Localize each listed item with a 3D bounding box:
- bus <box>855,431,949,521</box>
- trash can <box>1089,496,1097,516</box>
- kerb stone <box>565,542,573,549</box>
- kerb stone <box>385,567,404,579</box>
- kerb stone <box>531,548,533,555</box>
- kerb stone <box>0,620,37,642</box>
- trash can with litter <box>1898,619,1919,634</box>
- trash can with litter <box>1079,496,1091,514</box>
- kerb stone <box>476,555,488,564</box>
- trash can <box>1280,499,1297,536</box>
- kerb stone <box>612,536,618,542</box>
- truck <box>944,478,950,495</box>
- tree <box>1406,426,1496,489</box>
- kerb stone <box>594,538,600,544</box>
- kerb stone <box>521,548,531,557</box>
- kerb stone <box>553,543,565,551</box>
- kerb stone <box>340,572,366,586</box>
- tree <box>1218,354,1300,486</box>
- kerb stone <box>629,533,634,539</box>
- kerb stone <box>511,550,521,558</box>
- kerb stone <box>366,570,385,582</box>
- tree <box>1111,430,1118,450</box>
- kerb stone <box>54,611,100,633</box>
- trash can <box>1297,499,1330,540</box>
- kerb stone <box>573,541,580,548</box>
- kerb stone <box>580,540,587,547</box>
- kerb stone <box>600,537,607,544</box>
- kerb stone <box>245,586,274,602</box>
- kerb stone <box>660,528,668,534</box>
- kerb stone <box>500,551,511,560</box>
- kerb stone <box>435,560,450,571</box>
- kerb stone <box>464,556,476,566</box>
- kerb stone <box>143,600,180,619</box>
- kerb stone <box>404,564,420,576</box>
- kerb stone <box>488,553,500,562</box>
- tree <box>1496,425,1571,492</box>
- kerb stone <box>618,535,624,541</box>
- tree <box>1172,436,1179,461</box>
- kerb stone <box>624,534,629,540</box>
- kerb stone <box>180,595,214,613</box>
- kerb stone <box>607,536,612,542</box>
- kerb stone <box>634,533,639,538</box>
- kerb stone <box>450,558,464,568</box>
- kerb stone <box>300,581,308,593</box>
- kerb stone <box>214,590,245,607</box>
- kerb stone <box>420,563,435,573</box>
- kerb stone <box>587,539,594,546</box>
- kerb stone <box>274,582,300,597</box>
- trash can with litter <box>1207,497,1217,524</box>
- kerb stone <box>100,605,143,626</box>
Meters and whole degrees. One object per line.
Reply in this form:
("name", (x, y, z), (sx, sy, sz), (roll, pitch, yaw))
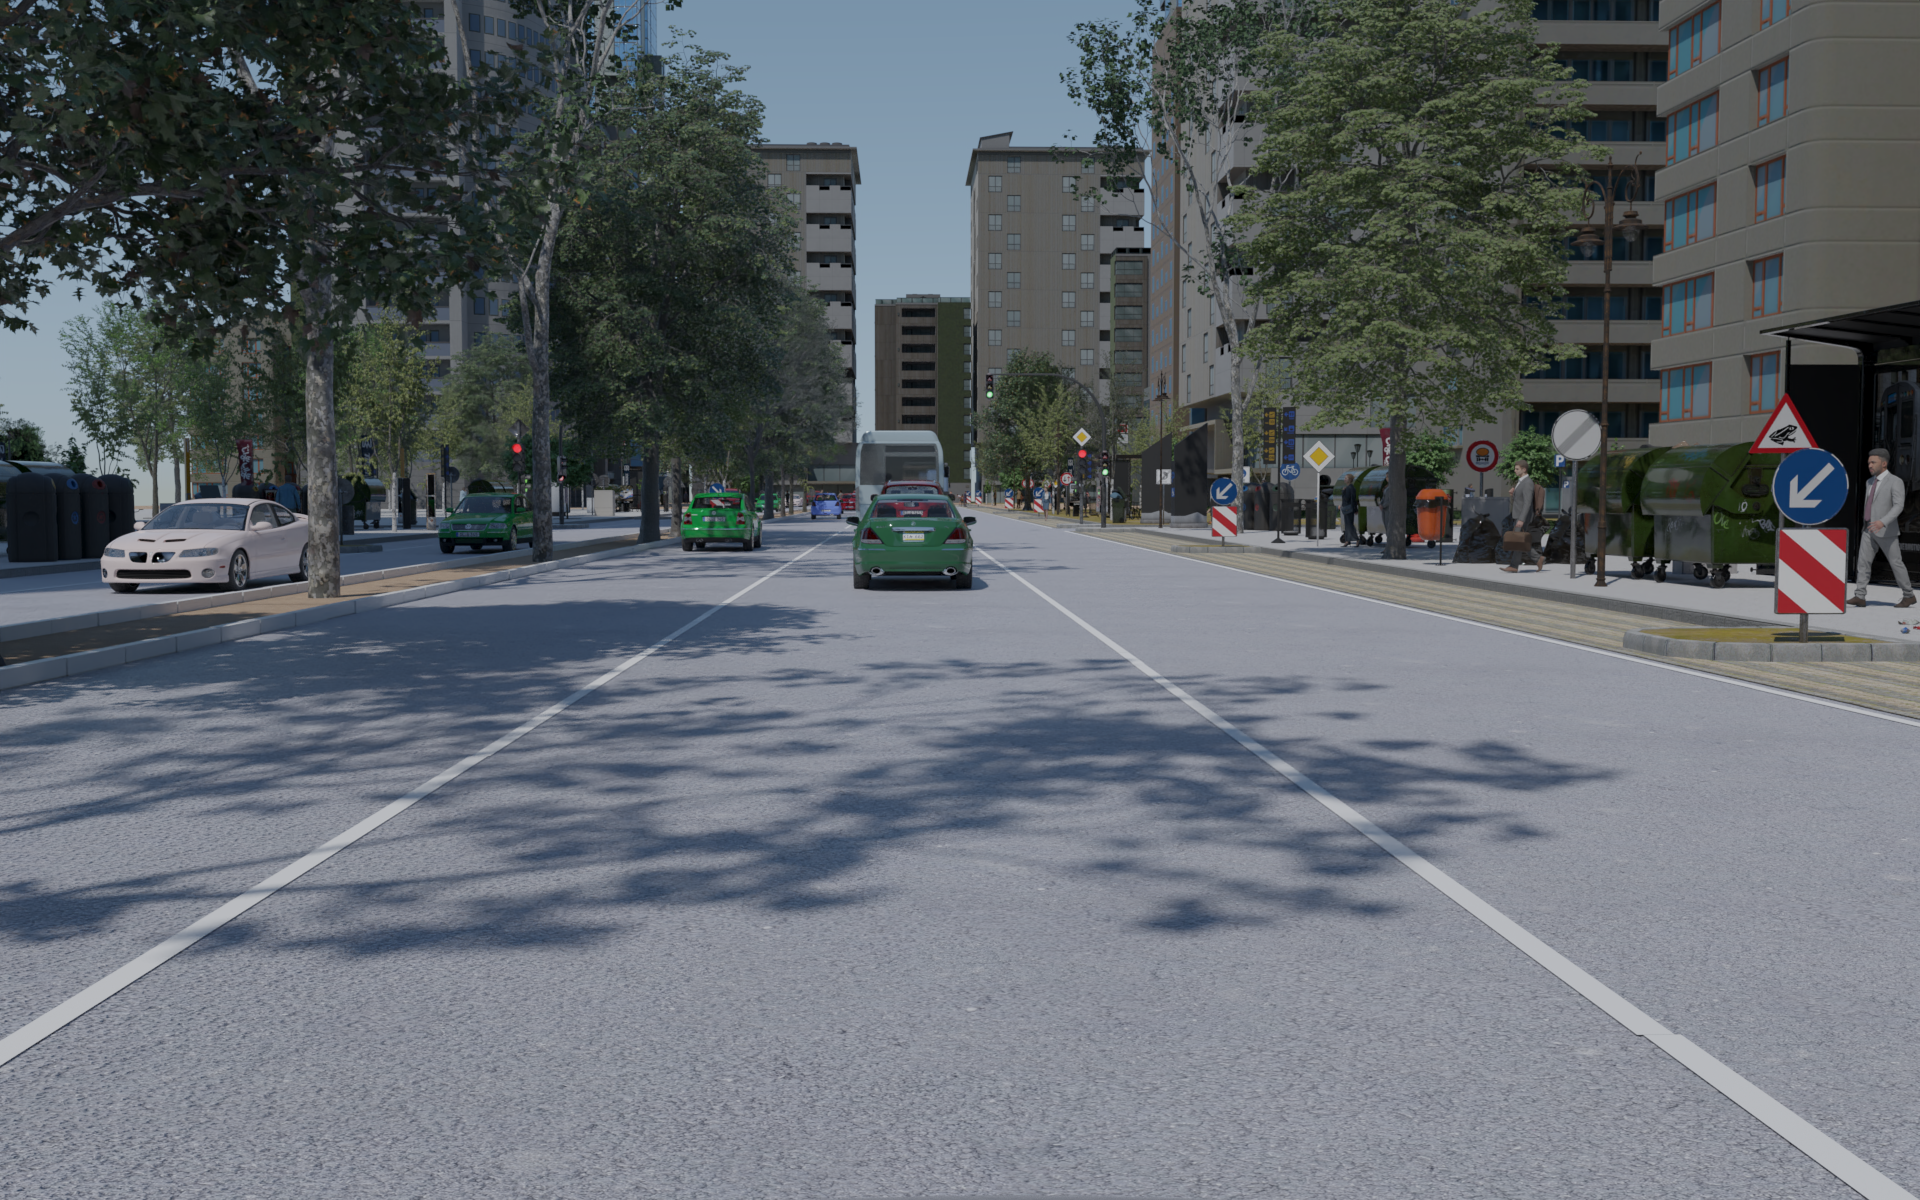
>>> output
("bus", (-1.812, -3.797, 56.941), (2.948, 3.499, 13.247), (0, 4, 0))
("trash can", (7.912, -5.529, 102.058), (0.748, 1.137, 0.748), (0, 3, 0))
("kerb stone", (-10.230, -1.381, 44.786), (0.120, 0.150, 1.000), (0, 4, -2))
("kerb stone", (-9.709, -0.443, 29.443), (0.120, 0.150, 1.000), (0, 4, -2))
("kerb stone", (-10.092, -1.131, 40.693), (0.120, 0.150, 1.000), (0, 4, -2))
("kerb stone", (-9.296, 0.309, 17.138), (0.120, 0.150, 1.000), (0, 4, -2))
("trash can with litter", (9.489, -0.299, 15.939), (1.678, 1.210, 2.233), (0, 4, 4))
("trash can with litter", (8.402, -6.355, 114.962), (1.678, 1.210, 2.233), (0, 4, 0))
("kerb stone", (-9.924, -0.815, 35.581), (0.120, 0.150, 1.000), (0, 4, -2))
("trash can", (10.217, -2.555, 53.428), (0.748, 1.137, 0.748), (0, 3, 0))
("kerb stone", (-10.485, -1.820, 51.979), (0.120, 0.150, 1.000), (0, 4, -2))
("truck", (-2.395, -12.279, 190.526), (2.967, 4.110, 18.799), (0, 4, -1))
("tree", (22.091, -6.008, 81.942), (4.285, 4.588, 4.351), (0, 3, 0))
("kerb stone", (-10.375, -1.630, 48.891), (0.120, 0.150, 1.000), (0, 4, -2))
("kerb stone", (-10.059, -1.069, 39.671), (0.120, 0.150, 1.000), (0, 4, -2))
("kerb stone", (-10.203, -1.319, 43.764), (0.120, 0.150, 1.000), (0, 4, -2))
("kerb stone", (-9.646, -0.317, 27.385), (0.120, 0.150, 1.000), (0, 4, -2))
("tree", (14.891, -8.258, 85.387), (4.737, 8.622, 4.395), (0, 3, 0))
("kerb stone", (-10.582, -2.010, 55.056), (0.120, 0.150, 1.000), (0, 4, -2))
("kerb stone", (-10.025, -1.006, 38.650), (0.120, 0.150, 1.000), (0, 4, -2))
("kerb stone", (-9.684, -0.380, 28.412), (0.120, 0.150, 1.000), (0, 4, -2))
("tree", (14.349, -11.584, 139.765), (4.737, 8.622, 4.395), (0, 3, 0))
("kerb stone", (-9.337, 0.248, 18.160), (0.120, 0.150, 1.000), (0, 4, -2))
("trash can", (10.052, -2.274, 48.841), (0.748, 1.137, 0.748), (0, 3, 0))
("kerb stone", (-10.273, -1.445, 45.816), (0.120, 0.150, 1.000), (0, 4, -2))
("kerb stone", (-10.303, -1.504, 46.838), (0.120, 0.150, 1.000), (0, 4, -2))
("kerb stone", (-10.408, -1.696, 49.928), (0.120, 0.150, 1.000), (0, 4, -2))
("kerb stone", (-9.503, -0.062, 23.283), (0.120, 0.150, 1.000), (0, 4, -2))
("kerb stone", (-10.902, -2.567, 64.272), (0.120, 0.150, 1.000), (0, 4, -2))
("kerb stone", (-9.993, -0.942, 37.624), (0.120, 0.150, 1.000), (0, 4, -2))
("kerb stone", (-9.816, -0.626, 32.507), (0.120, 0.150, 1.000), (0, 4, -2))
("kerb stone", (-9.886, -0.756, 34.553), (0.120, 0.150, 1.000), (0, 4, -2))
("kerb stone", (-9.404, 0.122, 20.205), (0.120, 0.150, 1.000), (0, 4, -2))
("kerb stone", (-9.747, -0.505, 30.464), (0.120, 0.150, 1.000), (0, 4, -2))
("kerb stone", (-9.957, -0.874, 36.603), (0.120, 0.150, 1.000), (0, 4, -2))
("tree", (26.687, -5.935, 80.747), (4.285, 4.588, 4.351), (0, 3, 0))
("kerb stone", (-10.512, -1.881, 53.010), (0.120, 0.150, 1.000), (0, 4, -2))
("tree", (12.177, -7.033, 98.705), (4.285, 4.588, 4.351), (0, 3, 0))
("kerb stone", (-10.545, -1.943, 54.032), (0.120, 0.150, 1.000), (0, 4, -2))
("kerb stone", (-9.434, 0.061, 21.227), (0.120, 0.150, 1.000), (0, 4, -2))
("kerb stone", (-10.445, -1.759, 50.953), (0.120, 0.150, 1.000), (0, 4, -2))
("kerb stone", (-10.616, -2.073, 56.084), (0.120, 0.150, 1.000), (0, 4, -2))
("kerb stone", (-9.849, -0.693, 33.532), (0.120, 0.150, 1.000), (0, 4, -2))
("kerb stone", (-9.575, -0.187, 25.332), (0.120, 0.150, 1.000), (0, 4, -2))
("kerb stone", (-9.470, -0.003, 22.249), (0.120, 0.150, 1.000), (0, 4, -2))
("kerb stone", (-9.782, -0.568, 31.485), (0.120, 0.150, 1.000), (0, 4, -2))
("kerb stone", (-10.338, -1.570, 47.863), (0.120, 0.150, 1.000), (0, 4, -2))
("kerb stone", (-9.539, -0.129, 24.311), (0.120, 0.150, 1.000), (0, 4, -2))
("trash can with litter", (11.118, -3.884, 74.561), (1.678, 1.210, 2.233), (2, 4, 23))
("kerb stone", (-9.364, 0.184, 19.184), (0.120, 0.150, 1.000), (0, 4, -2))
